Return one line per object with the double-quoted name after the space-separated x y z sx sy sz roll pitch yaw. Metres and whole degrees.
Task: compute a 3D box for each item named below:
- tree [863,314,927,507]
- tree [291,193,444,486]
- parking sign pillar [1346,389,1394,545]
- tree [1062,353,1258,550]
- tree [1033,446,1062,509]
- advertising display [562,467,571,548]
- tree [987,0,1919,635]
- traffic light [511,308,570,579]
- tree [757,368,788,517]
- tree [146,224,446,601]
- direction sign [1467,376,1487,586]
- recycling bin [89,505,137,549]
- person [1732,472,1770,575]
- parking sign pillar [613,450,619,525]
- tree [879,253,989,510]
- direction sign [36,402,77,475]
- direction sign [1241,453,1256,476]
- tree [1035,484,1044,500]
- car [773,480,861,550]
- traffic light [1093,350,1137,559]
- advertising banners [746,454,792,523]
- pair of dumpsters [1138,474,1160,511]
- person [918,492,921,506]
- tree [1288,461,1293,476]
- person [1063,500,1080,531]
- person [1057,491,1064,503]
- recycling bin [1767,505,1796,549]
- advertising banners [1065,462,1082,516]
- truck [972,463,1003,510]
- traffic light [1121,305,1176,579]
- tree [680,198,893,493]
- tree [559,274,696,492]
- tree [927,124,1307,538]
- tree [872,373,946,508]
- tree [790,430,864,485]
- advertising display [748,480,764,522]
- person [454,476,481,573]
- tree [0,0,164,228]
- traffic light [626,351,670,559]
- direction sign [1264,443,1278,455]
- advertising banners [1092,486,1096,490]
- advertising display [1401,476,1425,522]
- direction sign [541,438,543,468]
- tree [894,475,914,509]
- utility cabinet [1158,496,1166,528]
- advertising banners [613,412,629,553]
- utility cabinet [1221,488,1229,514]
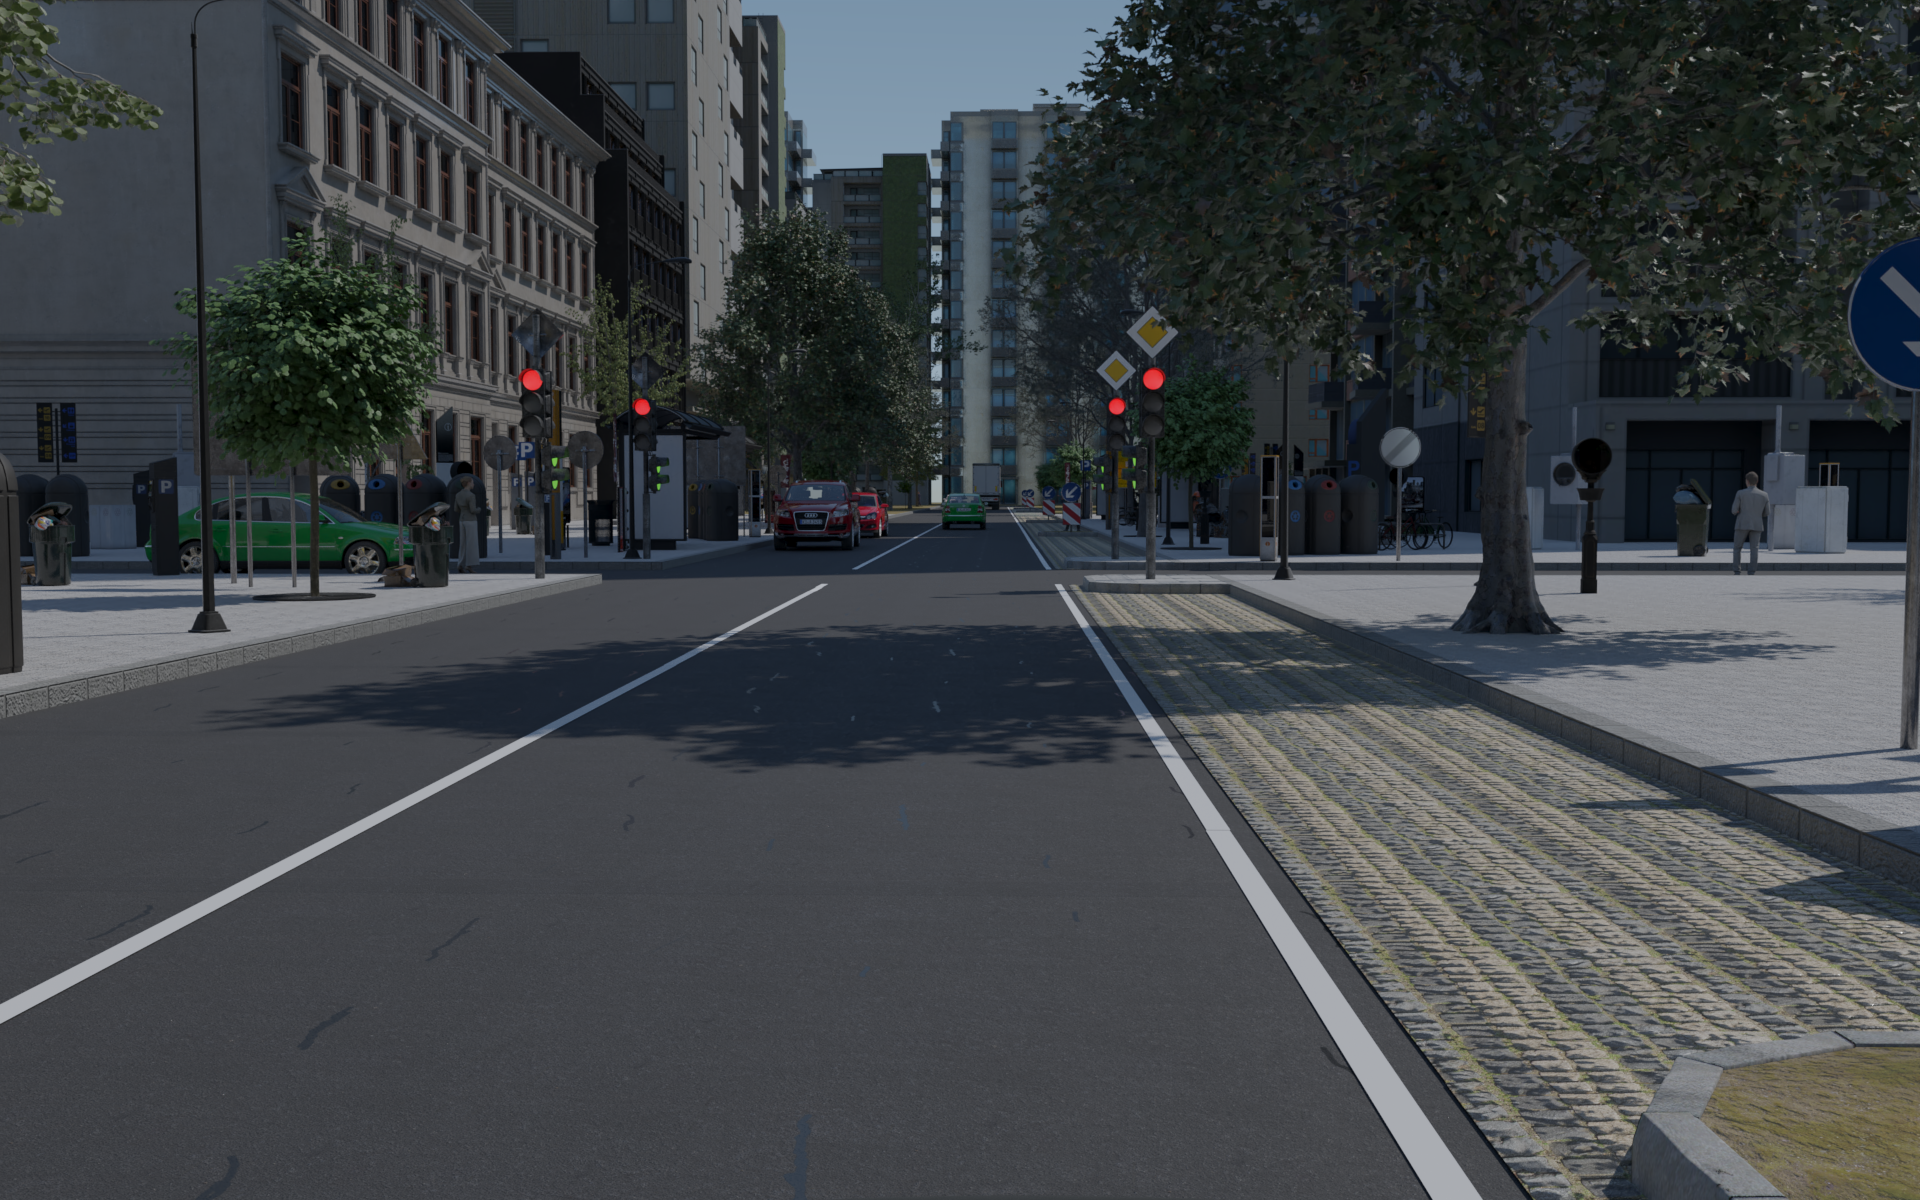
-5.750 -12.005 106.657 12.009 13.543 11.850 0 3 0 "tree"
-14.599 -5.638 42.550 4.737 8.622 4.395 0 3 0 "tree"
10.301 -3.393 43.950 1.447 3.967 1.447 3 5 41 "parking sign pillar"
5.420 -3.457 40.241 4.285 4.588 4.351 0 3 0 "tree"
6.762 -7.187 101.221 4.285 4.588 4.351 0 3 0 "tree"
-9.469 -2.192 41.050 0.123 1.923 0.974 1 4 9 "advertising display"
4.999 -6.046 15.862 9.611 12.733 9.660 0 3 0 "tree"
-6.357 -2.278 26.166 0.839 4.253 0.868 0 4 1 "traffic light"
-11.014 -9.057 98.440 4.360 8.622 3.978 0 3 0 "tree"
-8.035 -2.293 21.200 4.285 4.588 4.351 0 3 0 "tree"
7.383 -1.965 24.130 0.876 3.537 0.379 -2 4 -30 "direction sign"
-19.803 -1.709 40.491 0.722 1.027 0.722 1 4 22 "recycling bin"
13.204 -1.243 29.031 0.606 1.804 0.583 0 4 3 "person"
-13.872 -5.129 72.328 1.447 3.967 1.447 -2 4 -29 "parking sign pillar"
-4.144 -17.077 135.096 12.611 20.169 13.585 0 3 0 "tree"
-22.359 -3.116 42.943 0.876 3.537 0.379 -1 4 -16 "direction sign"
15.985 -6.360 95.982 0.876 3.537 0.379 3 5 39 "direction sign"
8.895 -11.545 183.354 1.663 3.219 1.824 0 3 0 "tree"
-3.732 -2.267 45.739 2.281 1.827 5.304 0 4 0 "car"
3.033 -2.754 33.957 0.839 4.253 0.868 0 4 1 "traffic light"
-8.415 -4.905 76.385 2.074 3.025 0.090 0 4 8 "advertising banners"
9.449 -4.899 82.599 1.574 2.255 4.437 0 4 1 "pair of dumpsters"
-4.542 -11.136 191.498 0.530 1.710 0.541 0 4 4 "person"
16.588 -5.713 88.010 1.663 3.219 1.824 0 3 0 "tree"
4.043 -3.351 63.064 0.755 1.850 0.659 2 4 28 "person"
11.144 -11.167 191.617 0.750 1.759 0.617 0 4 4 "person"
19.343 -1.718 40.635 0.722 1.027 0.722 2 4 25 "recycling bin"
6.360 -6.050 95.100 0.090 3.025 2.074 -2 4 -33 "advertising banners"
2.529 -10.612 162.412 2.839 4.237 11.283 0 4 2 "truck"
2.852 -2.266 25.974 0.839 4.253 0.868 0 4 1 "traffic light"
-6.446 -9.205 67.506 9.611 12.733 9.660 0 3 0 "tree"
-11.402 -6.636 58.867 4.737 8.622 4.395 0 3 0 "tree"
5.600 -8.620 51.306 12.009 13.543 11.850 0 3 0 "tree"
-4.859 -14.431 154.074 7.486 12.596 7.792 0 3 0 "tree"
-6.135 -5.879 79.837 4.285 4.588 4.351 0 3 0 "tree"
-9.436 -4.579 80.086 0.123 1.923 0.974 3 4 36 "advertising display"
-8.876 -1.364 31.352 0.519 1.759 0.362 2 4 34 "person"
-7.832 -5.589 9.501 7.486 12.596 7.792 0 3 0 "tree"
-6.177 -2.766 34.149 0.839 4.253 0.868 0 4 1 "traffic light"
13.940 -5.242 77.696 0.876 3.537 0.379 -3 4 -37 "direction sign"
9.207 -6.914 109.226 2.074 3.025 0.090 0 4 -5 "advertising banners"
16.257 -3.502 62.476 0.974 1.923 0.123 2 4 30 "advertising display"
-16.533 -4.713 69.049 0.379 3.537 0.876 3 4 36 "direction sign"
-4.592 -9.263 146.050 1.663 3.219 1.824 0 3 0 "tree"
8.046 -3.361 66.116 1.020 1.237 0.306 3 5 41 "utility cabinet"
-7.487 -2.567 38.158 0.090 3.025 2.074 0 4 -3 "advertising banners"
9.815 -3.349 63.428 1.173 1.500 0.318 -2 4 -34 "utility cabinet"
